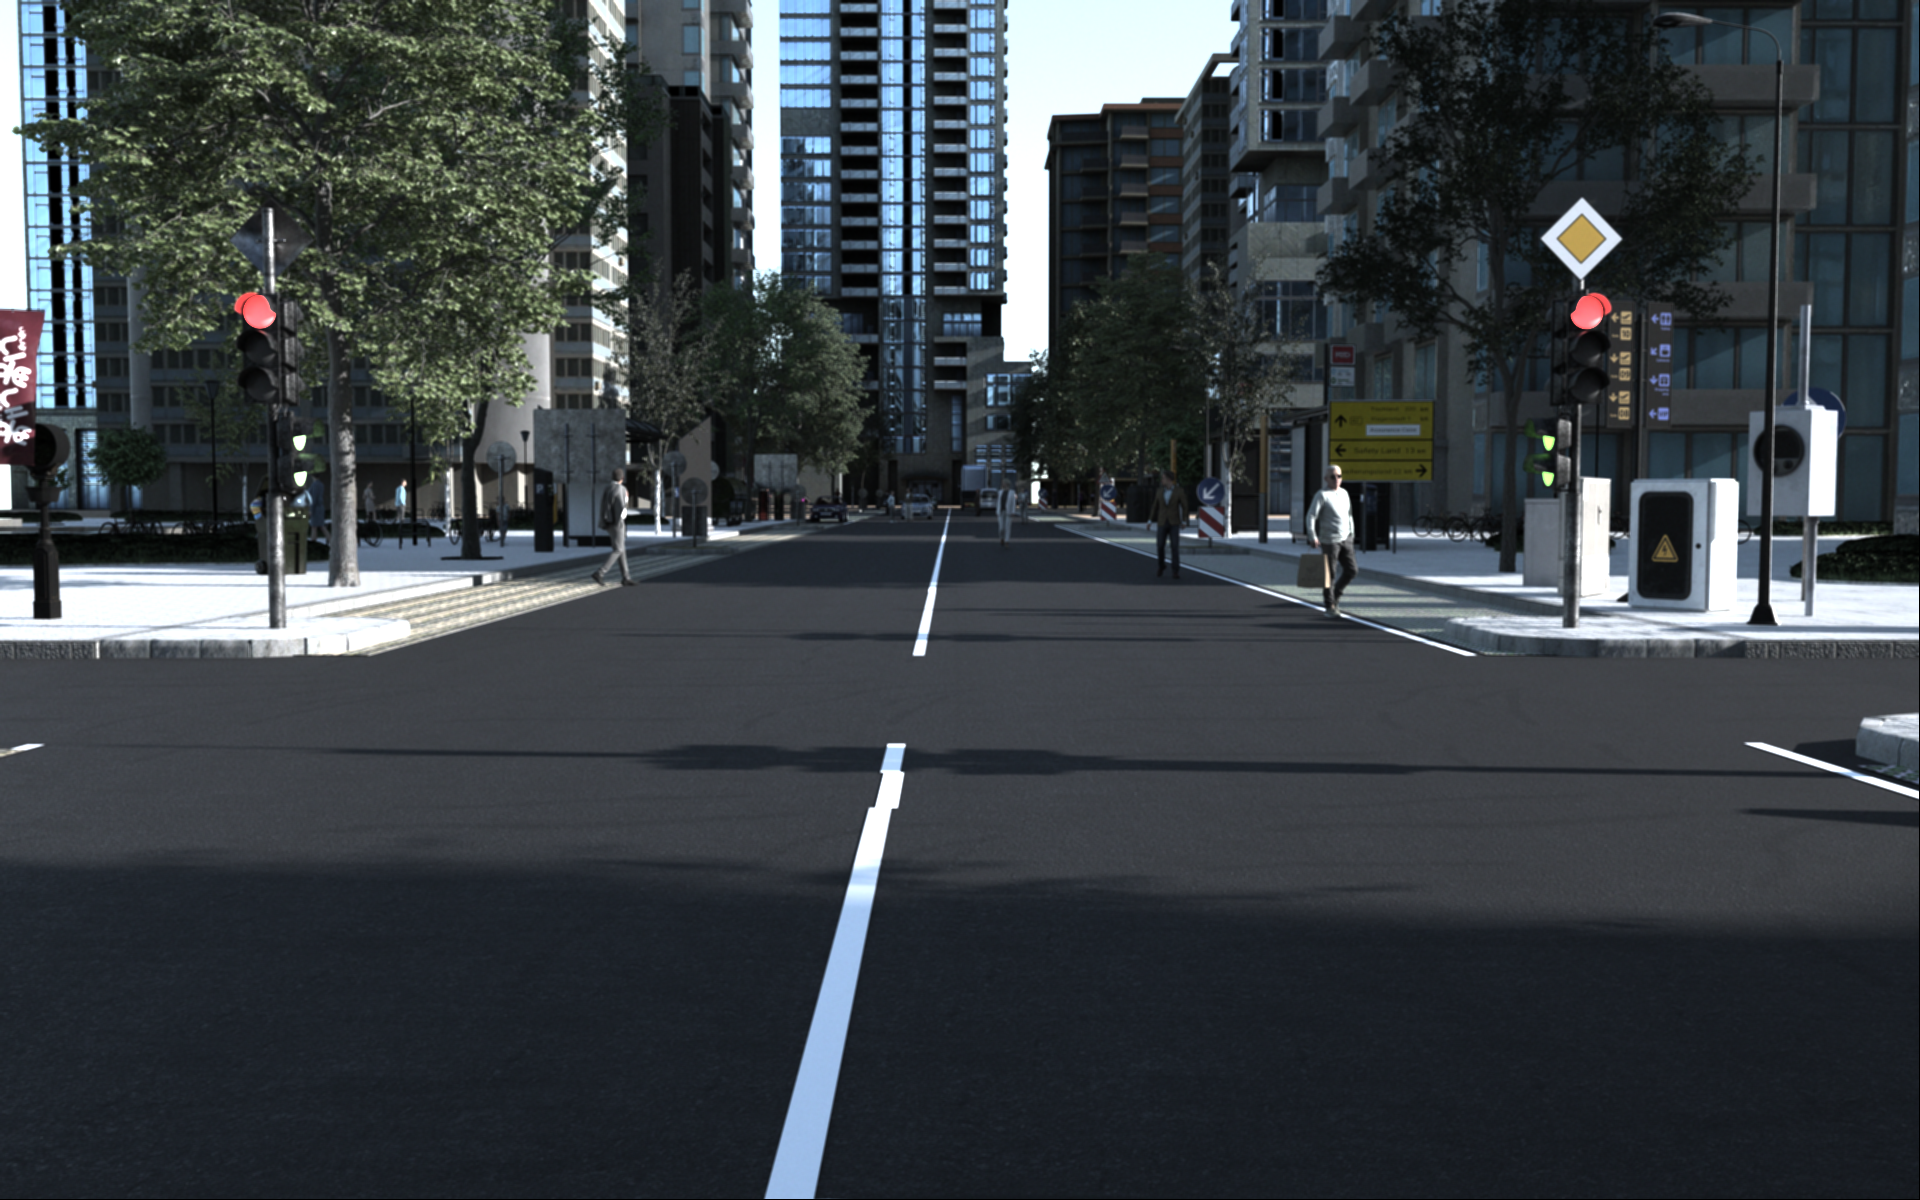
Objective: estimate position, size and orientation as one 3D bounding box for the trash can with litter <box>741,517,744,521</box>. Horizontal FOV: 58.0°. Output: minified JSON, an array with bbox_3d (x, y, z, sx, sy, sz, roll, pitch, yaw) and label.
[{"bbox_3d":[-10.344,-4.210,80.228,0.624,1.170,1.055,-3,4,-36],"label":"trash can with litter"}]

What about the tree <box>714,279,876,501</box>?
[{"bbox_3d":[-9.779,-11.922,101.578,9.857,13.997,8.962,0,3,0],"label":"tree"}]

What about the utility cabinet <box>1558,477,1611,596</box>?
[{"bbox_3d":[7.905,-0.808,21.888,0.318,1.500,1.173,3,4,36],"label":"utility cabinet"}]

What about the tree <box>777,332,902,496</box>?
[{"bbox_3d":[-9.604,-13.390,129.293,12.009,13.543,11.850,0,3,0],"label":"tree"}]

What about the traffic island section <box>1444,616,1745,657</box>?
[{"bbox_3d":[5.889,0.345,16.635,2.009,0.180,2.903,0,4,0],"label":"traffic island section"}]

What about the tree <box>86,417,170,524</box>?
[{"bbox_3d":[-35.668,-5.545,74.367,4.285,4.588,4.351,0,3,0],"label":"tree"}]

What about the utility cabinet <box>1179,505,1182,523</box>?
[{"bbox_3d":[9.210,-3.890,74.760,1.020,1.237,0.306,1,4,9],"label":"utility cabinet"}]

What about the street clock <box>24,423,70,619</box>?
[{"bbox_3d":[-9.402,-0.809,17.790,0.471,2.002,0.358,0,4,7],"label":"street clock"}]

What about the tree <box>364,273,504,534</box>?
[{"bbox_3d":[-16.812,-6.447,55.775,4.737,8.622,4.395,0,3,0],"label":"tree"}]

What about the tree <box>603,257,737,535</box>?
[{"bbox_3d":[-9.442,-6.394,54.909,4.360,8.622,3.978,0,3,0],"label":"tree"}]

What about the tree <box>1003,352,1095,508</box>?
[{"bbox_3d":[8.627,-15.219,155.486,9.857,13.997,8.962,0,3,0],"label":"tree"}]

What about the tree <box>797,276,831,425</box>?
[{"bbox_3d":[-9.509,-9.334,78.363,9.928,11.665,9.643,0,3,0],"label":"tree"}]

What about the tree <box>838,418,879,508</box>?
[{"bbox_3d":[-9.477,-12.584,156.110,4.737,8.622,4.395,0,3,0],"label":"tree"}]

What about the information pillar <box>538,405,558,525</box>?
[{"bbox_3d":[-10.840,-3.312,45.502,0.504,3.616,0.183,0,4,5],"label":"information pillar"}]

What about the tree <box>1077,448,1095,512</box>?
[{"bbox_3d":[8.916,-10.788,126.745,4.737,8.622,4.395,0,3,0],"label":"tree"}]

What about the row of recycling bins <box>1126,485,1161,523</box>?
[{"bbox_3d":[8.395,-4.350,78.238,1.069,1.692,3.534,2,4,23],"label":"row of recycling bins"}]

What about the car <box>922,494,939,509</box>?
[{"bbox_3d":[-3.040,-9.286,163.627,2.131,1.459,4.920,0,4,-2],"label":"car"}]

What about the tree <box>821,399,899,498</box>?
[{"bbox_3d":[-9.748,-14.332,168.737,8.767,10.594,7.601,1,4,12],"label":"tree"}]

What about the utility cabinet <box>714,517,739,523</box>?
[{"bbox_3d":[-10.354,-4.180,77.022,1.173,1.500,0.318,-2,4,-31],"label":"utility cabinet"}]

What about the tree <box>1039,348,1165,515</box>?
[{"bbox_3d":[8.661,-11.110,107.409,9.928,11.665,9.643,0,3,0],"label":"tree"}]

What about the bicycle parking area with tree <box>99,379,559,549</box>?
[{"bbox_3d":[-16.214,-3.467,43.694,8.231,4.147,9.016,1,4,18],"label":"bicycle parking area with tree"}]

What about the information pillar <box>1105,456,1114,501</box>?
[{"bbox_3d":[7.736,-6.020,89.778,0.504,3.616,0.183,-1,4,-12],"label":"information pillar"}]

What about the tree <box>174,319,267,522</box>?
[{"bbox_3d":[-29.437,-7.355,70.614,4.737,8.622,4.395,0,3,0],"label":"tree"}]

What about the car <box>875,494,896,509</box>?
[{"bbox_3d":[-6.991,-9.342,162.523,2.009,1.686,4.222,0,4,-1],"label":"car"}]

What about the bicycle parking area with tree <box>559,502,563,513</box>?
[{"bbox_3d":[-22.382,-5.603,78.616,8.231,4.147,9.016,1,4,13],"label":"bicycle parking area with tree"}]

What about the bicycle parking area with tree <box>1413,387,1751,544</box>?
[{"bbox_3d":[16.972,-3.745,48.226,9.016,4.147,8.231,1,4,21],"label":"bicycle parking area with tree"}]

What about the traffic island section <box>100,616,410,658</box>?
[{"bbox_3d":[-6.553,0.348,16.593,2.009,0.180,2.903,0,4,0],"label":"traffic island section"}]

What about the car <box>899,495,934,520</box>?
[{"bbox_3d":[-2.451,-5.327,99.096,2.014,1.417,4.499,0,3,0],"label":"car"}]

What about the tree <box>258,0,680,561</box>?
[{"bbox_3d":[-9.515,-6.607,33.784,9.928,11.665,9.643,0,3,0],"label":"tree"}]

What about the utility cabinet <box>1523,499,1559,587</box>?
[{"bbox_3d":[8.359,-0.784,23.976,1.020,1.237,0.306,2,4,32],"label":"utility cabinet"}]

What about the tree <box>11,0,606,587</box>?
[{"bbox_3d":[-8.986,-6.466,23.847,7.486,12.596,7.792,0,3,0],"label":"tree"}]

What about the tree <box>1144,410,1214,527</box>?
[{"bbox_3d":[8.902,-5.151,67.939,4.285,4.588,4.351,0,3,0],"label":"tree"}]

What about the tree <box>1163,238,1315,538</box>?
[{"bbox_3d":[8.128,-6.137,50.701,4.360,8.622,3.978,0,3,0],"label":"tree"}]

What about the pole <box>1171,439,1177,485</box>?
[{"bbox_3d":[7.930,-4.313,64.365,0.158,3.312,0.155,0,3,0],"label":"pole"}]

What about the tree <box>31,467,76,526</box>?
[{"bbox_3d":[-37.328,-4.660,70.787,1.663,3.219,1.824,0,3,0],"label":"tree"}]

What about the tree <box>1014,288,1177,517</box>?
[{"bbox_3d":[7.835,-11.007,96.974,9.611,12.733,9.660,0,3,0],"label":"tree"}]

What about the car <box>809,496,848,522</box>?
[{"bbox_3d":[-6.752,-4.698,89.395,1.945,1.354,3.894,0,4,1],"label":"car"}]

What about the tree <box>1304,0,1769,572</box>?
[{"bbox_3d":[9.320,-5.744,28.328,7.601,10.594,8.767,-2,4,-29],"label":"tree"}]

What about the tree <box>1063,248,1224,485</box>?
[{"bbox_3d":[8.809,-9.920,80.321,7.486,12.596,7.792,0,3,0],"label":"tree"}]

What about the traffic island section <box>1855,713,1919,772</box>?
[{"bbox_3d":[5.919,0.834,8.650,2.009,0.180,2.903,0,4,0],"label":"traffic island section"}]
